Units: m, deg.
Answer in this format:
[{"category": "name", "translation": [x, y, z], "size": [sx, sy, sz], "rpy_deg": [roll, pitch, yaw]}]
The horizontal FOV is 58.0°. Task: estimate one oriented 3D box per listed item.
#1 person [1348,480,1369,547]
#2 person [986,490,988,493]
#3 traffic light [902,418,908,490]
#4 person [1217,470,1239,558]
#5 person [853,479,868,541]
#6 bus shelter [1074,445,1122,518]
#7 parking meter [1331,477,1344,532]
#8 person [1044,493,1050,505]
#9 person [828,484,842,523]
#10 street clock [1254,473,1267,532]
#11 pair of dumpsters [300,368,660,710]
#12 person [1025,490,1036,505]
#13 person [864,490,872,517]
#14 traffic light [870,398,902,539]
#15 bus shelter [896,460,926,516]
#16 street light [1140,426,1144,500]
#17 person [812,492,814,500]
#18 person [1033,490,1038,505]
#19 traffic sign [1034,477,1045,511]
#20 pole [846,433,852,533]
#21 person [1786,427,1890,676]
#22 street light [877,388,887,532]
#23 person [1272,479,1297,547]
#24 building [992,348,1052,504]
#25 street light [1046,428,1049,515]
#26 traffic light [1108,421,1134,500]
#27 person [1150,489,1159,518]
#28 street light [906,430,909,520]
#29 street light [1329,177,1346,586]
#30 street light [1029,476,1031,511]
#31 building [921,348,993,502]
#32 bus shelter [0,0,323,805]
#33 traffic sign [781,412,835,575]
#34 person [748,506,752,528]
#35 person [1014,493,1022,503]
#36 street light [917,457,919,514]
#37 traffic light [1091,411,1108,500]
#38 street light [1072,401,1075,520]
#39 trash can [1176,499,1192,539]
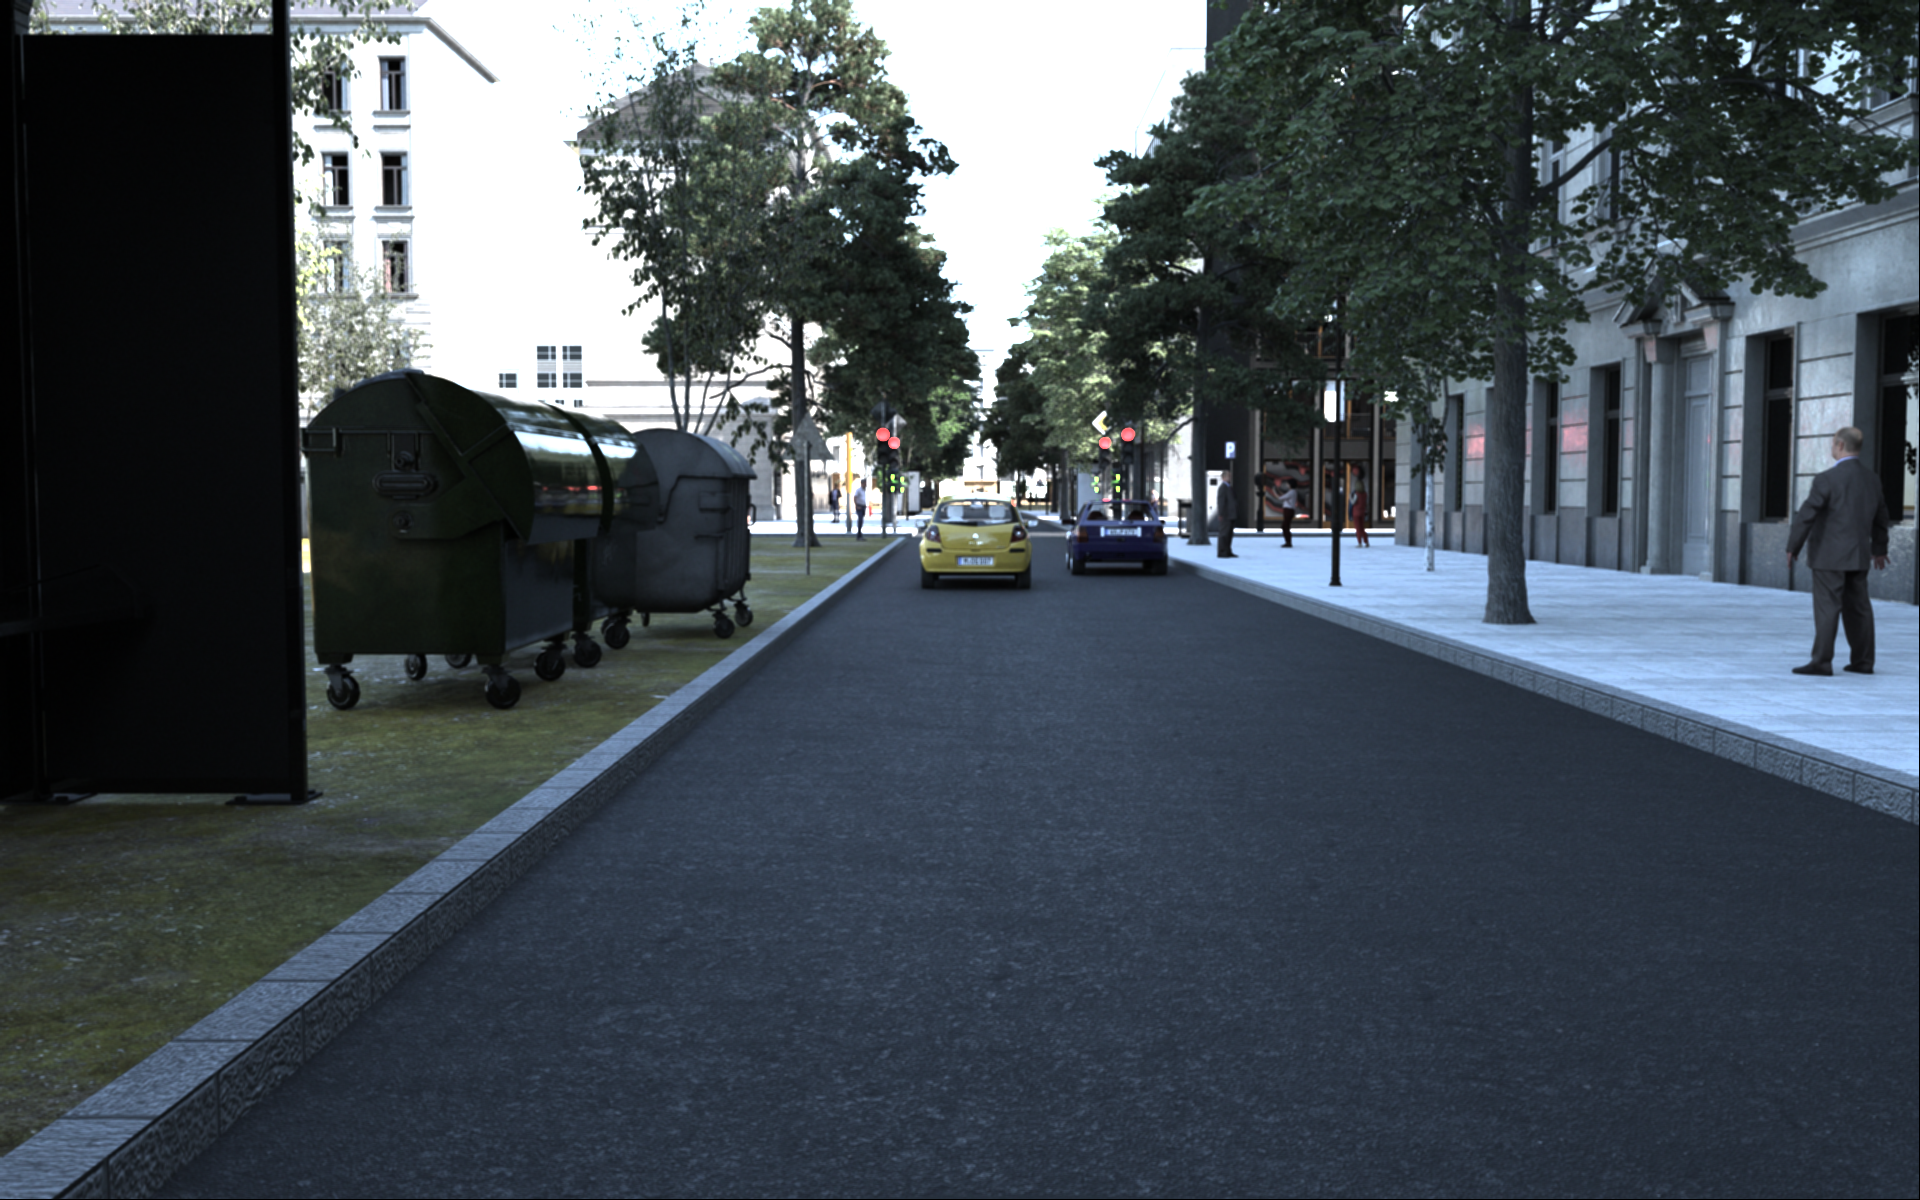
[{"category": "person", "translation": [9.567, -2.065, 41.510], "size": [0.593, 1.614, 0.444], "rpy_deg": [0, 4, -7]}, {"category": "person", "translation": [2.405, -9.106, 157.390], "size": [1.348, 1.824, 0.705], "rpy_deg": [1, 4, 22]}, {"category": "traffic light", "translation": [-2.166, -4.195, 57.835], "size": [0.839, 4.213, 0.868], "rpy_deg": [0, 3, 0]}, {"category": "person", "translation": [5.425, -1.733, 34.926], "size": [0.434, 1.755, 0.990], "rpy_deg": [2, 4, 32]}, {"category": "person", "translation": [-2.691, -2.498, 47.820], "size": [0.436, 1.711, 0.756], "rpy_deg": [2, 4, 30]}, {"category": "bus shelter", "translation": [5.821, -4.826, 72.823], "size": [2.014, 3.302, 5.546], "rpy_deg": [0, 3, 0]}, {"category": "parking meter", "translation": [12.769, -3.233, 58.578], "size": [0.399, 1.863, 0.255], "rpy_deg": [-3, 4, -36]}, {"category": "person", "translation": [10.536, -12.418, 209.611], "size": [0.617, 1.759, 0.750], "rpy_deg": [1, 4, 12]}, {"category": "person", "translation": [-5.509, -4.238, 76.162], "size": [0.655, 1.722, 0.431], "rpy_deg": [3, 5, 42]}, {"category": "street clock", "translation": [10.132, -3.292, 58.400], "size": [0.358, 2.002, 0.471], "rpy_deg": [3, 4, 38]}, {"category": "pair of dumpsters", "translation": [-3.254, -0.597, 12.248], "size": [1.574, 2.255, 4.436], "rpy_deg": [0, 4, 0]}, {"category": "person", "translation": [8.038, -11.662, 196.819], "size": [1.348, 1.812, 0.705], "rpy_deg": [0, 4, 7]}, {"category": "person", "translation": [-5.147, -5.384, 96.537], "size": [0.523, 1.526, 0.387], "rpy_deg": [-3, 5, -41]}, {"category": "traffic light", "translation": [-2.176, -3.707, 49.850], "size": [0.839, 4.213, 0.868], "rpy_deg": [0, 3, 0]}, {"category": "bus shelter", "translation": [-3.124, -6.813, 105.316], "size": [2.014, 3.302, 5.546], "rpy_deg": [0, 3, 0]}, {"category": "street light", "translation": [5.216, -4.691, 49.492], "size": [0.468, 5.910, 1.993], "rpy_deg": [0, 3, 0]}, {"category": "person", "translation": [-6.984, -4.444, 80.173], "size": [0.415, 1.643, 0.593], "rpy_deg": [2, 4, 24]}, {"category": "person", "translation": [9.030, -12.225, 205.931], "size": [0.705, 1.822, 1.348], "rpy_deg": [-1, 4, -17]}, {"category": "traffic sign", "translation": [6.057, -8.057, 131.729], "size": [0.884, 2.594, 0.081], "rpy_deg": [0, 4, 1]}, {"category": "pole", "translation": [-3.701, -3.903, 57.663], "size": [0.158, 3.312, 0.155], "rpy_deg": [0, 3, 0]}, {"category": "person", "translation": [6.235, -0.352, 12.344], "size": [0.990, 1.755, 0.434], "rpy_deg": [-1, 4, -19]}, {"category": "street light", "translation": [-2.575, -5.273, 59.005], "size": [0.468, 5.910, 1.993], "rpy_deg": [0, 3, 0]}, {"category": "person", "translation": [7.806, -2.086, 41.607], "size": [0.517, 1.644, 0.566], "rpy_deg": [-1, 4, -21]}, {"category": "building", "translation": [10.476, -22.830, 229.686], "size": [11.380, 20.091, 16.016], "rpy_deg": [0, 3, 0]}, {"category": "street light", "translation": [5.402, -8.224, 107.253], "size": [0.468, 5.910, 1.993], "rpy_deg": [0, 3, 0]}, {"category": "traffic light", "translation": [4.786, -3.707, 49.858], "size": [0.839, 4.213, 0.868], "rpy_deg": [0, 3, 0]}, {"category": "person", "translation": [10.163, -5.034, 90.567], "size": [0.590, 1.554, 0.614], "rpy_deg": [-1, 4, -14]}, {"category": "street light", "translation": [-2.566, -6.815, 84.210], "size": [0.468, 5.910, 1.993], "rpy_deg": [0, 3, 0]}, {"category": "street light", "translation": [5.250, -3.135, 24.040], "size": [0.468, 5.910, 1.993], "rpy_deg": [0, 3, 0]}, {"category": "street light", "translation": [5.370, -9.775, 132.607], "size": [0.468, 5.910, 1.993], "rpy_deg": [0, 3, 0]}, {"category": "building", "translation": [-0.904, -22.845, 229.939], "size": [11.380, 20.091, 16.016], "rpy_deg": [0, 3, 0]}, {"category": "bus shelter", "translation": [-3.231, -0.784, 4.106], "size": [1.731, 3.624, 6.357], "rpy_deg": [0, 4, 0]}, {"category": "traffic sign", "translation": [-2.419, -1.676, 27.408], "size": [0.884, 2.594, 0.081], "rpy_deg": [0, 4, 7]}, {"category": "person", "translation": [-7.562, -3.162, 60.978], "size": [0.421, 1.427, 0.697], "rpy_deg": [-1, 4, -14]}, {"category": "person", "translation": [6.421, -11.079, 190.379], "size": [0.628, 1.438, 0.799], "rpy_deg": [3, 5, 39]}, {"category": "street light", "translation": [-2.670, -8.356, 109.414], "size": [0.468, 5.910, 1.993], "rpy_deg": [0, 3, 0]}, {"category": "traffic light", "translation": [4.796, -4.196, 57.843], "size": [0.839, 4.213, 0.868], "rpy_deg": [0, 3, 0]}, {"category": "street light", "translation": [5.366, -6.669, 81.827], "size": [0.468, 5.910, 1.993], "rpy_deg": [0, 3, 0]}, {"category": "trash can", "translation": [6.627, -2.355, 50.154], "size": [0.748, 1.137, 0.748], "rpy_deg": [0, 3, 0]}]
